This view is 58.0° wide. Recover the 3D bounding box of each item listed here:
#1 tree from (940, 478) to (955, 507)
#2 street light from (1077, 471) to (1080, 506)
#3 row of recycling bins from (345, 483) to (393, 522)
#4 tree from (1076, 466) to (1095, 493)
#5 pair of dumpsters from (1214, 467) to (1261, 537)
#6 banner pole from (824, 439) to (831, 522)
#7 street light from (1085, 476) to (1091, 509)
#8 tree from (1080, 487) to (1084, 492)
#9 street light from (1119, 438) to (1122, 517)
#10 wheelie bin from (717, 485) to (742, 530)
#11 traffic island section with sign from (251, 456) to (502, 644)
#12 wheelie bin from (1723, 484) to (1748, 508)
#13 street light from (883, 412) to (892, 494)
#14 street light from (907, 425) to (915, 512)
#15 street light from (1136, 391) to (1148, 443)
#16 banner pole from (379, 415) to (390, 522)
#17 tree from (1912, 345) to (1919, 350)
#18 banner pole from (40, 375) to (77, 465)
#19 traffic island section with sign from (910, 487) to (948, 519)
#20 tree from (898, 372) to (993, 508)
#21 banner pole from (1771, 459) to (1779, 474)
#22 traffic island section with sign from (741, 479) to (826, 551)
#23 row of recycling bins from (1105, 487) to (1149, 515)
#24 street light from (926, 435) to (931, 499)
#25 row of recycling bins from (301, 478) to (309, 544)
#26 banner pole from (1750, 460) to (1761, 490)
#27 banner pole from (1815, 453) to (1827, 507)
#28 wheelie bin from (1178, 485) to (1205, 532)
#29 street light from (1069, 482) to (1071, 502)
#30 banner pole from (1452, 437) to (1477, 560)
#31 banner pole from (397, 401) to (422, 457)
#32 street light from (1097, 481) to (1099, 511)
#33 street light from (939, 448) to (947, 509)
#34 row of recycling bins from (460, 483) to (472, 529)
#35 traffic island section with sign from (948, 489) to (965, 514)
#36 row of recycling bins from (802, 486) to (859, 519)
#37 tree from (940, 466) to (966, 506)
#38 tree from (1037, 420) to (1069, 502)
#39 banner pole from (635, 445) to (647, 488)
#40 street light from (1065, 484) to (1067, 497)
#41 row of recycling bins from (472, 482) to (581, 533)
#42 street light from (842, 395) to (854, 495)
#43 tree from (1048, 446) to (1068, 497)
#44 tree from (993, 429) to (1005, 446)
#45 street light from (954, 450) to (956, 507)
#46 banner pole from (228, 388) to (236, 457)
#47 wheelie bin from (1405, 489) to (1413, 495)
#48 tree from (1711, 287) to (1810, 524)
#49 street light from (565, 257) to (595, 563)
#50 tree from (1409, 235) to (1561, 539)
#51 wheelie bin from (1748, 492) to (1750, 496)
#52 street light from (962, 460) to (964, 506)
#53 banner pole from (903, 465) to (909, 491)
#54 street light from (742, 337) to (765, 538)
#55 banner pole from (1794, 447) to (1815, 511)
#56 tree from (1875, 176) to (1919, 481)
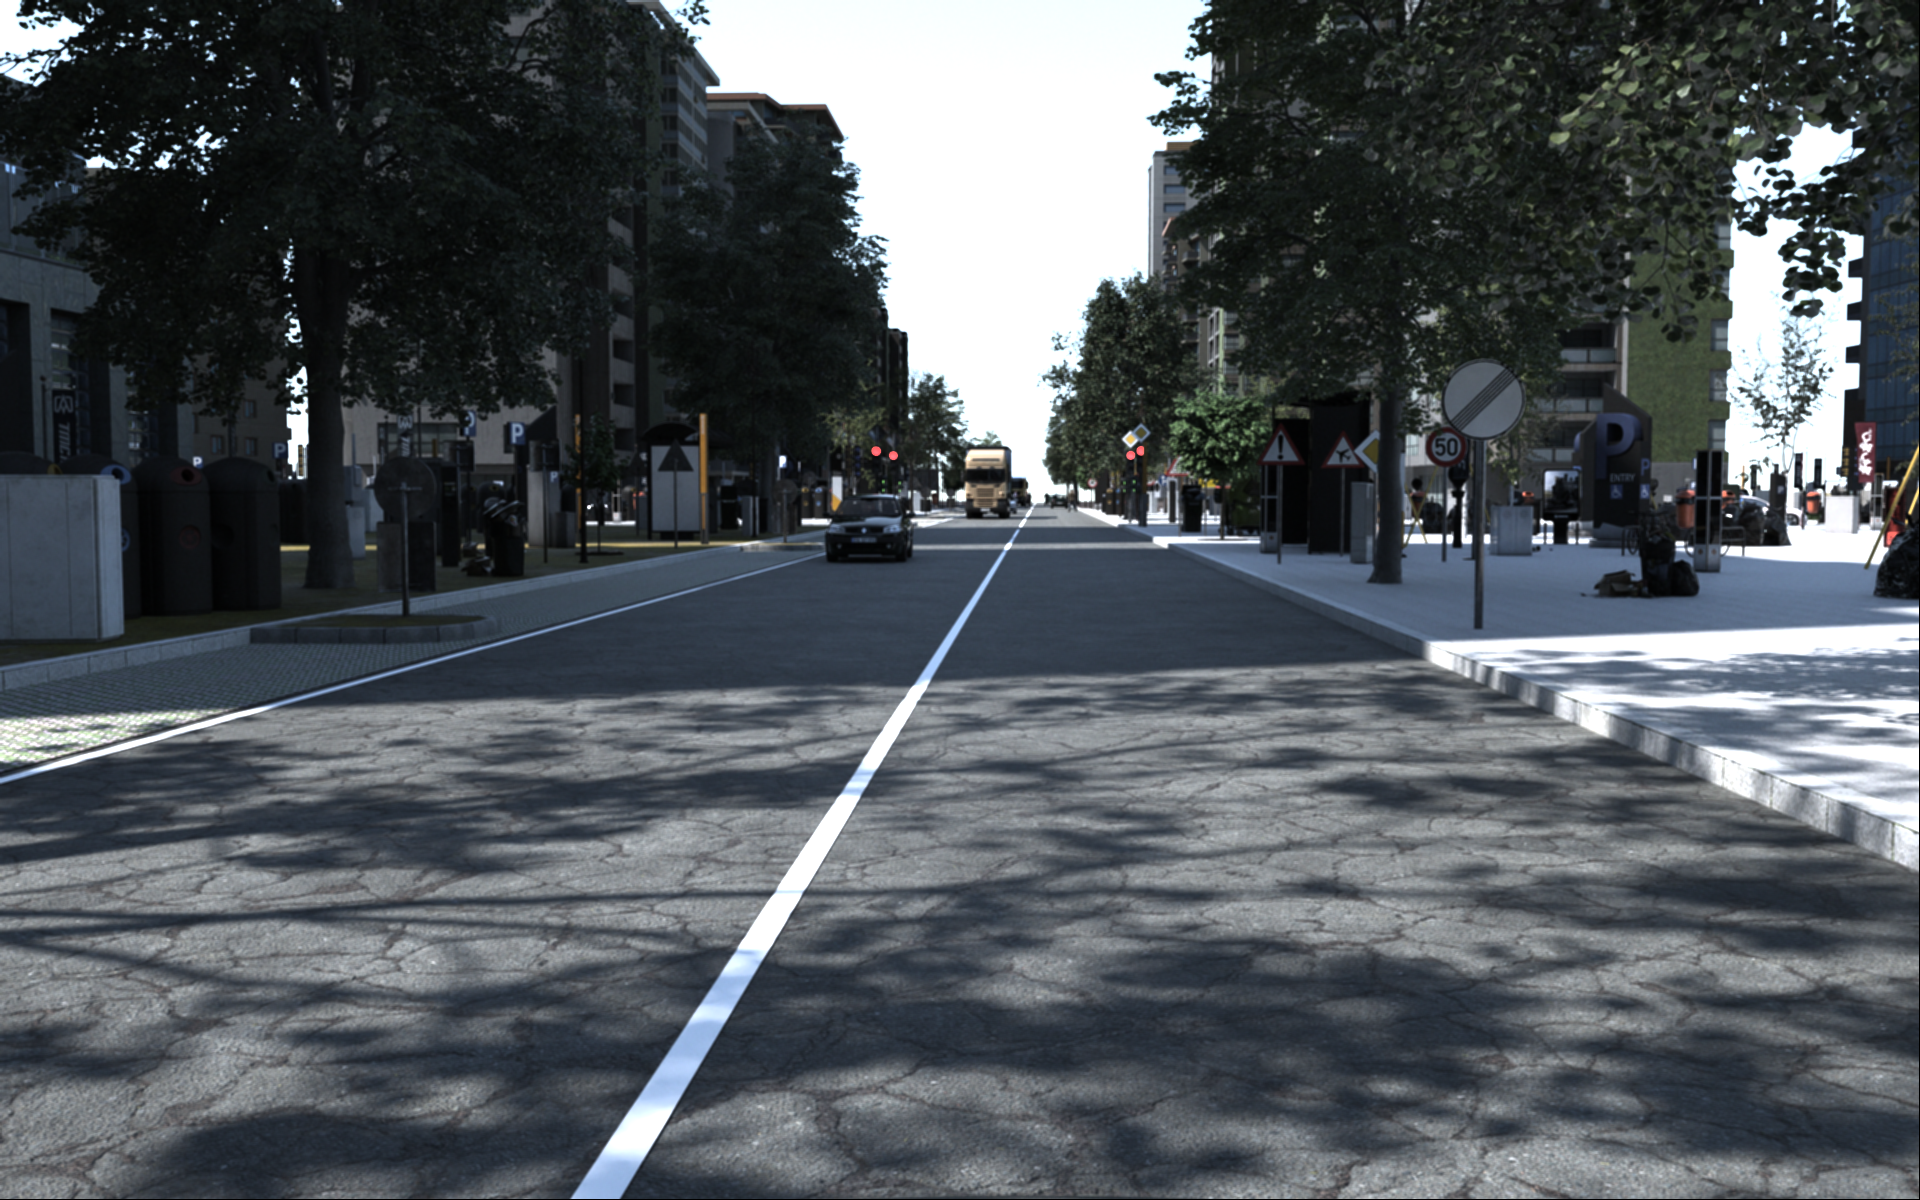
[{"bbox_3d":[-1.121,-11.161,177.081,1.663,3.219,1.824,0,3,0],"label":"tree"},{"bbox_3d":[14.125,-14.410,208.392,0.468,5.910,1.993,0,4,3],"label":"street light"},{"bbox_3d":[-22.919,-3.634,66.533,1.069,1.692,3.534,3,5,41],"label":"row of recycling bins"},{"bbox_3d":[11.996,-10.634,157.585,4.285,4.588,4.351,0,3,0],"label":"tree"},{"bbox_3d":[8.828,-3.117,53.455,1.574,2.255,4.437,0,4,3],"label":"pair of dumpsters"},{"bbox_3d":[-6.021,-5.472,79.485,0.401,3.779,0.863,0,3,0],"label":"banner pole"},{"bbox_3d":[12.417,-12.136,171.213,0.468,5.910,1.993,0,4,3],"label":"street light"},{"bbox_3d":[13.875,-13.892,177.499,4.360,8.622,3.978,0,3,0],"label":"tree"},{"bbox_3d":[8.881,-7.522,95.771,0.468,5.910,1.993,0,4,3],"label":"street light"},{"bbox_3d":[-8.396,-3.357,62.798,0.980,1.594,0.693,0,4,-5],"label":"wheelie bin"},{"bbox_3d":[-5.738,-0.536,17.395,1.989,1.847,2.006,0,4,3],"label":"traffic island section with sign"},{"bbox_3d":[23.918,-2.824,54.076,0.980,1.594,0.693,1,4,18],"label":"wheelie bin"},{"bbox_3d":[-4.017,-7.504,95.486,0.468,5.910,1.993,0,4,3],"label":"street light"},{"bbox_3d":[-3.209,-8.625,113.804,0.468,5.910,1.993,0,4,3],"label":"street light"},{"bbox_3d":[8.051,-6.360,76.780,0.468,5.910,1.993,0,4,3],"label":"street light"},{"bbox_3d":[-18.130,-3.949,54.582,0.401,3.779,0.863,0,4,4],"label":"banner pole"},{"bbox_3d":[31.879,-8.077,50.194,7.486,12.596,7.792,0,3,0],"label":"tree"},{"bbox_3d":[-19.036,-2.845,36.537,0.863,3.779,0.401,-1,4,-8],"label":"banner pole"},{"bbox_3d":[-1.900,-5.548,99.334,1.989,1.847,2.006,0,4,3],"label":"traffic island section with sign"},{"bbox_3d":[-2.466,-14.896,161.682,7.486,12.596,7.792,0,3,0],"label":"tree"},{"bbox_3d":[58.348,-8.204,124.147,0.401,3.779,0.863,-2,4,-27],"label":"banner pole"},{"bbox_3d":[-4.483,-2.183,44.321,1.989,1.847,2.006,0,4,3],"label":"traffic island section with sign"},{"bbox_3d":[10.024,-5.949,104.375,1.069,1.692,3.534,-2,4,-33],"label":"row of recycling bins"},{"bbox_3d":[-2.315,-9.757,132.310,0.468,5.910,1.993,0,4,3],"label":"street light"},{"bbox_3d":[-17.762,-2.387,46.148,1.069,1.692,3.534,-3,4,-37],"label":"row of recycling bins"},{"bbox_3d":[58.165,-8.352,126.568,0.863,3.779,0.401,3,4,39],"label":"banner pole"},{"bbox_3d":[52.515,-7.075,105.686,0.863,3.779,0.401,1,4,22],"label":"banner pole"},{"bbox_3d":[7.840,-3.082,58.304,0.980,1.594,0.693,0,4,-5],"label":"wheelie bin"},{"bbox_3d":[15.430,-16.107,236.129,0.468,5.910,1.993,0,4,3],"label":"street light"},{"bbox_3d":[9.936,-2.686,33.932,0.401,3.779,0.863,-2,4,-24],"label":"banner pole"},{"bbox_3d":[-14.495,-3.413,45.814,0.863,3.779,0.401,-3,5,-41],"label":"banner pole"},{"bbox_3d":[10.585,-9.783,132.743,0.468,5.910,1.993,0,4,3],"label":"street light"},{"bbox_3d":[-1.442,-11.087,154.051,0.468,5.910,1.993,0,4,3],"label":"street light"},{"bbox_3d":[-16.929,-3.509,64.478,3.534,1.692,1.069,0,4,2],"label":"row of recycling bins"},{"bbox_3d":[-0.626,-7.226,126.777,1.989,1.847,2.006,0,4,3],"label":"traffic island section with sign"},{"bbox_3d":[-6.726,-4.986,88.641,3.534,1.692,1.069,2,4,25],"label":"row of recycling bins"},{"bbox_3d":[-0.567,-12.106,181.639,4.285,4.588,4.351,0,3,0],"label":"tree"},{"bbox_3d":[17.705,-22.843,283.852,12.009,13.543,11.850,0,3,0],"label":"tree"},{"bbox_3d":[-16.141,-5.973,87.681,0.863,3.779,0.401,-1,4,-10],"label":"banner pole"},{"bbox_3d":[17.930,-19.467,291.080,0.468,5.910,1.993,0,4,3],"label":"street light"},{"bbox_3d":[-14.180,-3.068,57.271,3.534,1.692,1.069,-1,4,-11],"label":"row of recycling bins"},{"bbox_3d":[-4.955,-6.384,77.174,0.468,5.910,1.993,0,4,3],"label":"street light"},{"bbox_3d":[18.621,-22.779,298.190,9.928,11.665,9.643,0,3,0],"label":"tree"},{"bbox_3d":[5.221,-23.411,300.890,7.486,12.596,7.792,0,3,0],"label":"tree"},{"bbox_3d":[-0.502,-12.213,172.466,0.468,5.910,1.993,0,4,3],"label":"street light"},{"bbox_3d":[-14.582,-2.735,34.730,0.401,3.779,0.863,-2,4,-31],"label":"banner pole"},{"bbox_3d":[27.602,-6.040,106.662,0.693,1.594,0.980,2,4,35],"label":"wheelie bin"},{"bbox_3d":[28.408,-6.685,59.667,4.360,8.622,3.978,0,3,0],"label":"tree"},{"bbox_3d":[-7.006,-3.626,32.076,0.468,5.910,1.993,0,4,3],"label":"street light"},{"bbox_3d":[14.425,-6.030,48.955,4.737,8.622,4.395,0,3,0],"label":"tree"},{"bbox_3d":[49.464,-6.210,109.433,0.693,1.594,0.980,-2,4,-26],"label":"wheelie bin"},{"bbox_3d":[0.347,-13.333,190.782,0.468,5.910,1.993,0,4,3],"label":"street light"},{"bbox_3d":[-4.585,-9.661,147.972,0.863,3.779,0.401,1,4,20],"label":"banner pole"},{"bbox_3d":[-6.075,-4.784,51.012,0.468,5.910,1.993,0,4,3],"label":"street light"},{"bbox_3d":[44.706,-6.239,92.017,0.401,3.779,0.863,-3,5,-43],"label":"banner pole"},{"bbox_3d":[21.606,-5.319,37.332,4.360,8.622,3.978,0,3,0],"label":"tree"}]
